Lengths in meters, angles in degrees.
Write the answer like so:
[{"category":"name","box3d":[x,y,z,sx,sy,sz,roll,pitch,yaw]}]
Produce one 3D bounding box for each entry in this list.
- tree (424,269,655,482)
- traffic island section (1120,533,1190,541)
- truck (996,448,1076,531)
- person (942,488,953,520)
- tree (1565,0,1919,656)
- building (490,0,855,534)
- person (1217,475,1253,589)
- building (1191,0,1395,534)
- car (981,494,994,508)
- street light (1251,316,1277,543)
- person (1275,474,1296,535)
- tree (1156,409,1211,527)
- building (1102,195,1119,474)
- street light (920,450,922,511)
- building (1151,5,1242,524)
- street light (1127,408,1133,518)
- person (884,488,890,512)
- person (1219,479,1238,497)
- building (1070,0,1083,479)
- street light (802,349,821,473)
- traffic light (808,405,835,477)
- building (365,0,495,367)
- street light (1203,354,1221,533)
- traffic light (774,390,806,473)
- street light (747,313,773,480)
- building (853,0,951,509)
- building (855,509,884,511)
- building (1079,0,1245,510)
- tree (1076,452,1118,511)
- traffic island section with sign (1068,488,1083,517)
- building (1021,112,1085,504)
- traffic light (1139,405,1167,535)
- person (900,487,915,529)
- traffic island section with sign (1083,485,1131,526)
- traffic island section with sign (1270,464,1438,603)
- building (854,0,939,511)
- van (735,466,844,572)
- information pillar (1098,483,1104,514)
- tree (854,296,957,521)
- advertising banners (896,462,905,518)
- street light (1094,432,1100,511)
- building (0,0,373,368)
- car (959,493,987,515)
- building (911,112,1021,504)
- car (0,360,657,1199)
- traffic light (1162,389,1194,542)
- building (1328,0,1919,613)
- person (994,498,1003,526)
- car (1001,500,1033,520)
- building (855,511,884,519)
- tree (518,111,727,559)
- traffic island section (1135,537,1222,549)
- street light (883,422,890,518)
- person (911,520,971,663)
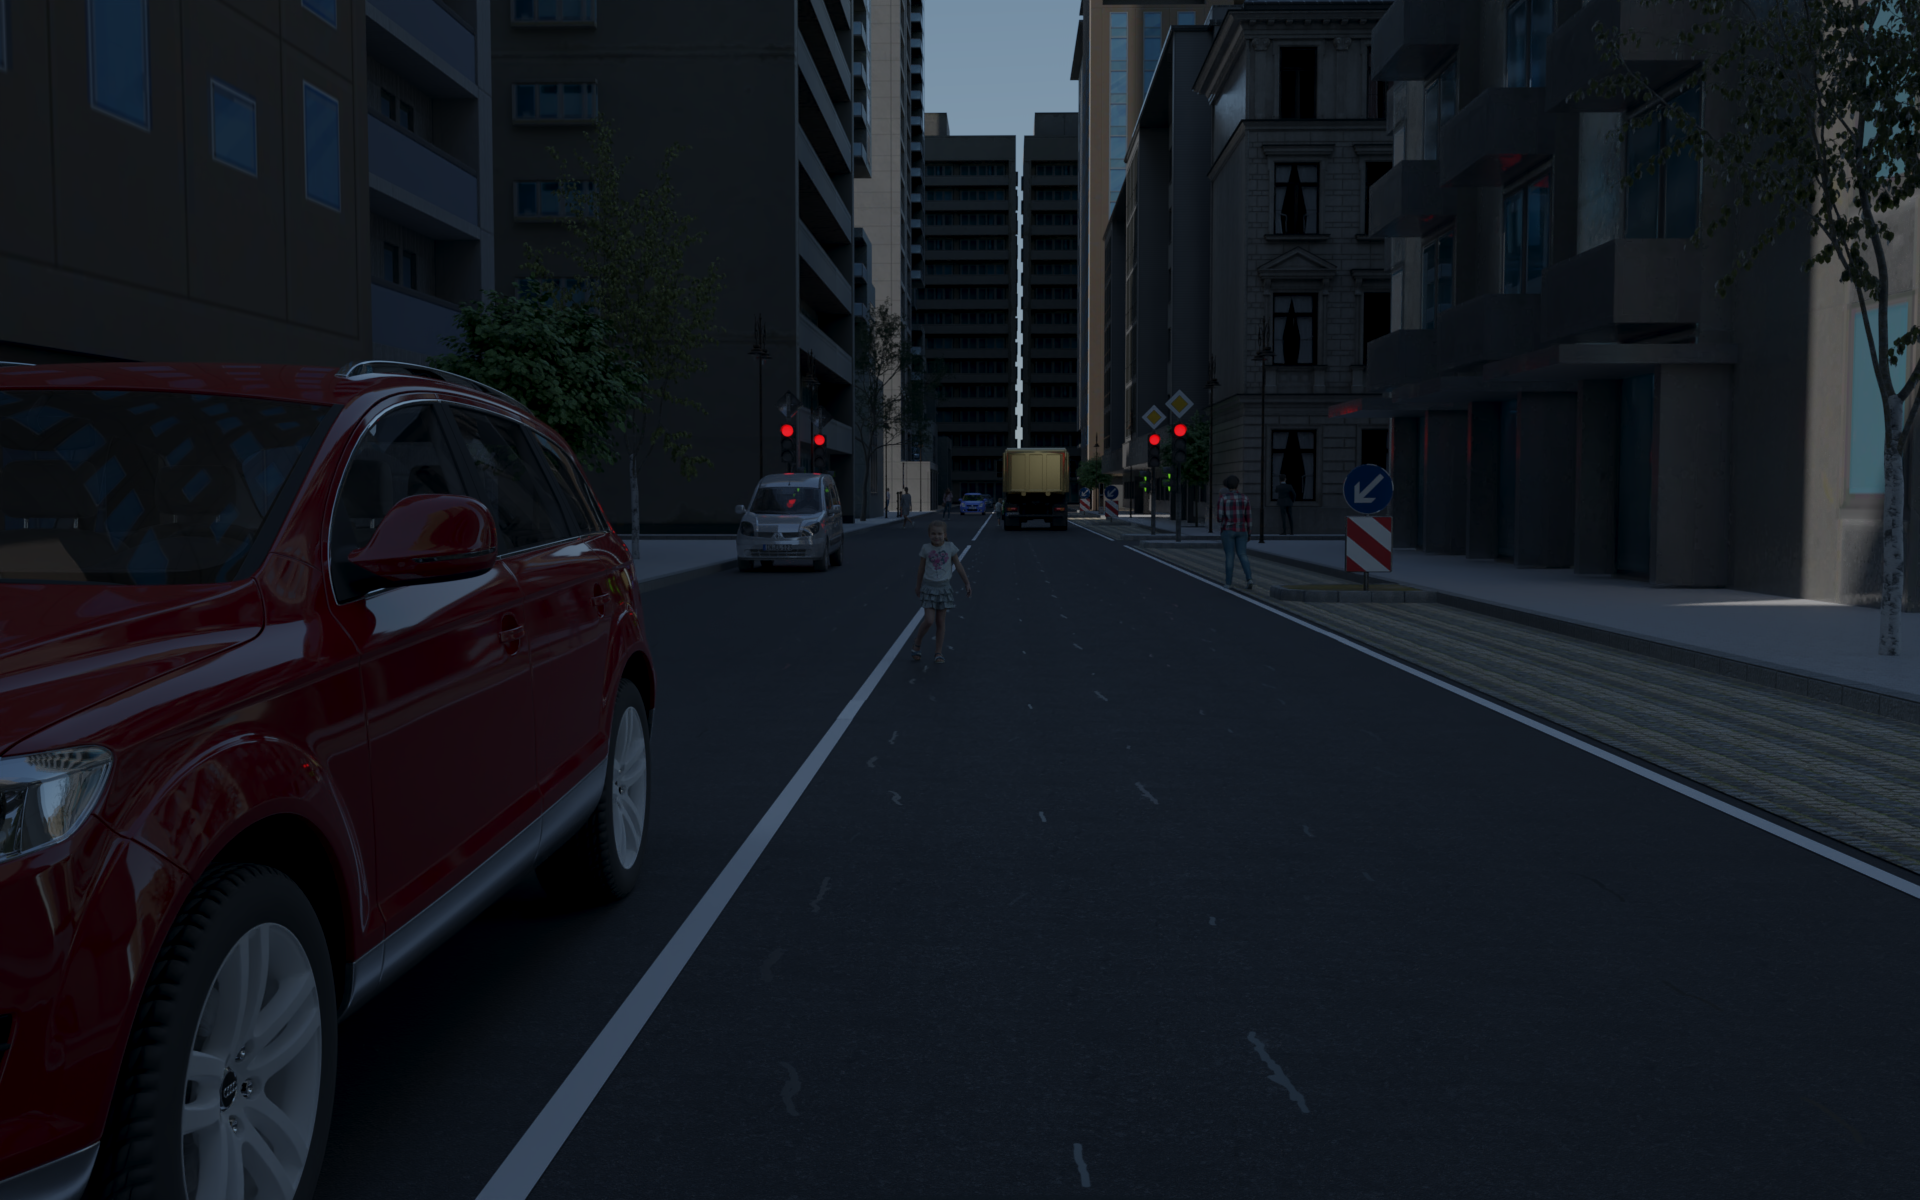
[{"category":"tree","box3d":[-6.228,-2.549,25.394,4.285,4.588,4.351,0,3,0]},{"category":"traffic island section","box3d":[6.110,-1.976,54.593,2.009,0.180,2.903,0,4,2]},{"category":"truck","box3d":[3.143,-4.630,71.619,3.469,3.379,9.791,0,4,3]},{"category":"person","box3d":[-0.728,-5.259,95.068,0.593,1.750,0.643,-1,4,-13]},{"category":"tree","box3d":[7.190,-3.861,13.489,4.360,8.622,3.978,0,3,0]},{"category":"building","box3d":[-15.520,-26.940,64.172,21.300,48.544,21.600,0,4,2]},{"category":"person","box3d":[4.135,-1.024,26.075,0.563,1.720,0.643,-1,4,-10]},{"category":"building","box3d":[18.071,-11.890,59.028,19.286,19.102,10.561,0,4,2]},{"category":"car","box3d":[2.510,-10.234,179.322,2.014,1.417,4.499,0,3,0]},{"category":"street light","box3d":[7.872,-4.418,45.021,0.468,5.910,1.993,0,4,2]},{"category":"person","box3d":[10.166,-2.984,54.197,0.648,1.900,0.474,0,4,-6]},{"category":"tree","box3d":[9.157,-5.101,67.118,4.285,4.588,4.351,0,3,0]},{"category":"building","box3d":[17.302,-18.064,114.418,14.314,24.678,30.058,0,4,2]},{"category":"street light","box3d":[-2.891,-9.466,127.553,0.468,5.910,1.993,0,4,2]},{"category":"building","box3d":[16.037,-16.222,84.292,14.314,24.678,30.058,0,4,2]},{"category":"street light","box3d":[9.216,-7.369,93.271,0.468,5.910,1.993,0,4,2]},{"category":"person","box3d":[-5.298,-7.240,125.096,0.598,1.740,0.731,-2,4,-24]},{"category":"person","box3d":[8.430,-2.904,53.882,0.716,1.782,0.532,1,4,17]},{"category":"building","box3d":[26.862,-36.758,190.229,28.713,52.752,27.495,0,4,2]},{"category":"street light","box3d":[-4.725,-5.047,55.298,0.468,5.910,1.993,0,4,2]},{"category":"traffic light","box3d":[-4.387,-4.026,54.744,0.839,4.253,0.868,0,4,2]},{"category":"building","box3d":[-24.423,-30.020,32.833,28.212,58.520,21.231,0,4,2]},{"category":"street light","box3d":[8.287,-5.156,57.087,0.468,5.910,1.993,0,4,2]},{"category":"traffic light","box3d":[-4.601,-3.538,46.761,0.839,4.253,0.868,0,4,2]},{"category":"street light","box3d":[-5.098,-4.377,44.359,0.468,5.910,1.993,0,4,2]},{"category":"building","box3d":[-16.814,-53.907,194.052,31.000,86.520,22.319,0,4,2]},{"category":"building","box3d":[-13.129,-52.151,165.344,22.319,86.520,31.000,0,4,2]},{"category":"building","box3d":[17.205,-30.069,141.731,14.600,45.320,14.200,0,4,2]},{"category":"tree","box3d":[10.556,-9.122,132.860,4.285,4.588,4.351,0,3,0]},{"category":"traffic island section with sign","box3d":[7.500,-5.963,106.128,1.989,1.847,2.006,0,4,2]},{"category":"building","box3d":[18.599,-36.656,223.026,21.600,48.544,21.300,0,4,2]},{"category":"traffic light","box3d":[6.071,-4.010,54.480,0.839,4.253,0.868,0,4,2]},{"category":"person","box3d":[-2.176,-3.816,71.638,0.760,1.731,0.466,2,4,28]},{"category":"traffic island section with sign","box3d":[6.775,-4.315,79.183,1.989,1.847,2.006,0,4,2]},{"category":"traffic island section with sign","box3d":[5.295,-0.916,23.612,1.989,1.847,2.006,0,4,2]},{"category":"building","box3d":[-12.180,-42.864,139.083,20.563,71.187,20.611,0,4,2]},{"category":"van","box3d":[-3.224,-1.609,33.311,2.013,2.044,4.112,0,4,2]},{"category":"information pillar","box3d":[9.172,-6.613,112.620,0.304,2.012,0.304,0,4,-7]},{"category":"tree","box3d":[-4.297,-8.998,81.533,7.601,10.594,8.767,2,4,28]},{"category":"advertising banners","box3d":[-3.235,-6.030,94.782,0.090,3.025,2.074,1,4,10]},{"category":"street light","box3d":[10.185,-9.566,129.192,0.468,5.910,1.993,0,4,2]},{"category":"building","box3d":[-15.670,-22.453,17.223,14.600,45.320,14.200,0,4,2]},{"category":"car","box3d":[0.891,-6.637,118.100,1.945,1.707,3.694,0,4,2]},{"category":"building","box3d":[-3.375,-36.680,223.411,21.600,48.544,21.300,0,4,2]},{"category":"car","box3d":[-2.196,0.244,4.680,2.281,1.827,5.304,0,4,1]},{"category":"traffic light","box3d":[5.856,-3.522,46.498,0.839,4.253,0.868,0,4,2]},{"category":"building","box3d":[20.109,-25.090,29.827,23.786,49.044,30.456,0,4,2]},{"category":"person","box3d":[1.739,-3.960,77.931,0.352,1.250,0.332,-2,4,-25]},{"category":"car","box3d":[3.254,-5.398,97.052,1.959,1.807,4.718,0,4,3]},{"category":"building","box3d":[-15.441,-48.348,103.169,22.319,86.520,31.000,0,4,2]},{"category":"tree","box3d":[-6.367,-5.091,33.608,4.737,8.622,4.395,0,3,0]},{"category":"traffic island section","box3d":[5.896,-1.488,46.611,2.009,0.180,2.903,0,4,2]},{"category":"street light","box3d":[-3.907,-7.269,91.633,0.468,5.910,1.993,0,4,2]},{"category":"person","box3d":[-0.161,-0.081,14.838,0.505,1.210,0.382,0,4,-6]}]
